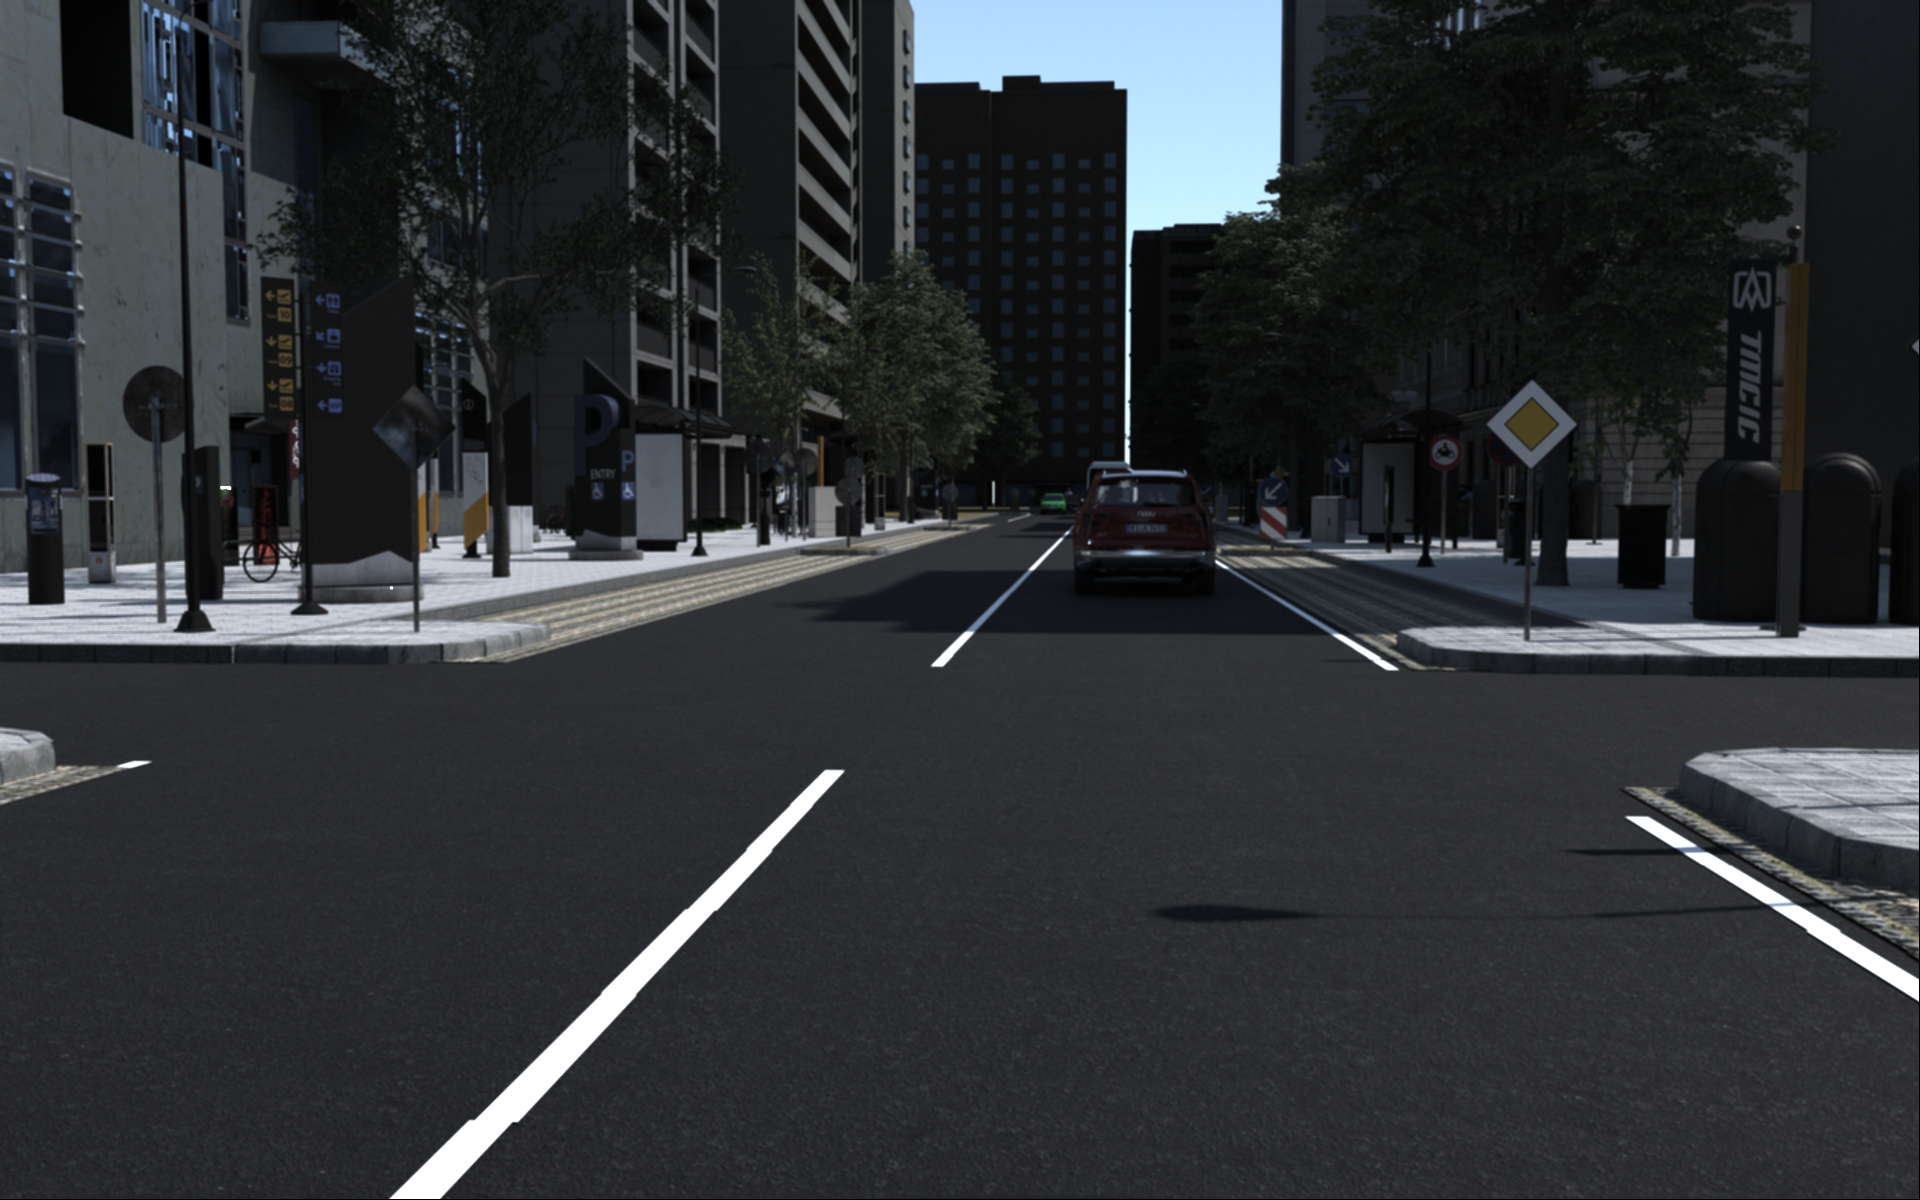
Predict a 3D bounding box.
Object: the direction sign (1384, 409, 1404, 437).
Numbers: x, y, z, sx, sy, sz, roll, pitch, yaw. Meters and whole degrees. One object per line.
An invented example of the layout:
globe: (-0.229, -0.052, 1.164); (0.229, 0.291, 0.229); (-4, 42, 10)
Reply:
direction sign: (11.664, -3.342, 46.637); (0.876, 3.537, 0.379); (-3, 5, -40)

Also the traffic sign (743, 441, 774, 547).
traffic sign: (-4.887, -2.558, 41.925); (0.768, 2.556, 0.104); (1, 4, 14)

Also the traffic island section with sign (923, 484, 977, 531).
traffic island section with sign: (-0.356, -3.638, 68.103); (1.989, 1.847, 2.006); (0, 4, 5)

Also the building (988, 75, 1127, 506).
building: (10.868, -32.938, 188.643); (14.200, 45.320, 14.600); (0, 4, 5)

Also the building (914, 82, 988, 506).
building: (-3.353, -32.963, 189.063); (14.200, 45.320, 14.600); (0, 4, 5)

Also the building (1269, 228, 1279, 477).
building: (39.455, -25.344, 186.083); (14.107, 30.474, 14.160); (0, 4, 5)

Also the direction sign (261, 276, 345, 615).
direction sign: (-6.958, -1.616, 18.419); (0.379, 3.537, 0.876); (3, 5, 43)

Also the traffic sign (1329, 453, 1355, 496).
traffic sign: (11.884, -3.292, 53.925); (0.768, 2.556, 0.104); (1, 4, 13)

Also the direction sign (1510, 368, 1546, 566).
direction sign: (10.175, -2.392, 31.100); (0.876, 3.537, 0.379); (-2, 4, -31)

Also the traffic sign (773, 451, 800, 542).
traffic sign: (-4.667, -2.774, 46.538); (0.795, 2.450, 0.064); (1, 4, 13)

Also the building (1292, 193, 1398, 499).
building: (37.108, -16.384, 112.924); (27.650, 21.520, 28.899); (0, 4, 5)

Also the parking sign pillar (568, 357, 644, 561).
parking sign pillar: (-6.916, -2.767, 33.719); (1.447, 3.967, 1.447); (3, 4, 36)

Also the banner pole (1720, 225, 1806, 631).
banner pole: (7.547, -1.604, 16.237); (0.863, 3.779, 0.401); (0, 4, -5)

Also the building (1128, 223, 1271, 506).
building: (25.446, -25.452, 187.838); (14.107, 30.474, 14.160); (0, 4, 5)

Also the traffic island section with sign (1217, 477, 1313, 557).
traffic island section with sign: (7.113, -1.940, 40.348); (1.989, 1.847, 2.006); (0, 4, 5)

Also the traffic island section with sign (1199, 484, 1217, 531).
traffic island section with sign: (9.364, -3.583, 67.210); (1.989, 1.847, 2.006); (0, 4, 5)

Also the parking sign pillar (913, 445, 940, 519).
parking sign pillar: (-1.770, -6.165, 89.272); (1.447, 3.967, 1.447); (1, 4, 23)

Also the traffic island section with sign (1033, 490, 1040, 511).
traffic island section with sign: (6.055, -8.318, 144.626); (1.989, 1.847, 2.006); (0, 4, 5)

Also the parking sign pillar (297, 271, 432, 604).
parking sign pillar: (-7.225, -1.977, 20.789); (1.447, 3.967, 1.447); (-3, 5, -39)

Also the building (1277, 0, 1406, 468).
building: (36.707, -36.616, 140.668); (21.231, 58.520, 28.212); (0, 4, 5)

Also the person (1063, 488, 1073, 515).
person: (7.306, -6.639, 116.921); (0.709, 1.838, 0.599); (1, 4, 9)

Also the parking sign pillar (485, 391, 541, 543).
parking sign pillar: (-11.869, -3.511, 45.878); (1.447, 3.967, 1.447); (1, 4, 10)

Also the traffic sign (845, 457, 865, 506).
traffic sign: (-3.610, -3.590, 58.806); (0.768, 2.556, 0.104); (0, 4, 7)

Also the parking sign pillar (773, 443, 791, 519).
parking sign pillar: (-9.327, -6.131, 88.709); (1.447, 3.967, 1.447); (0, 4, -5)

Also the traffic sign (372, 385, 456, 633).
traffic sign: (-5.034, -0.756, 15.997); (0.795, 2.450, 0.064); (0, 4, 5)

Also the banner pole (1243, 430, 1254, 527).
banner pole: (11.286, -4.725, 67.274); (0.401, 3.779, 0.863); (0, 4, -4)

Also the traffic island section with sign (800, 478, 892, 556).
traffic island section with sign: (-2.642, -1.975, 40.925); (1.989, 1.847, 2.006); (0, 4, 5)

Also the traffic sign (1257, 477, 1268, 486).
traffic sign: (15.504, -5.464, 89.444); (0.768, 2.556, 0.104); (0, 4, 7)

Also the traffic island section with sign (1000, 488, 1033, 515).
traffic island section with sign: (3.769, -6.655, 117.440); (1.989, 1.847, 2.006); (0, 4, 5)

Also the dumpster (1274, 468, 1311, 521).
dumpster: (12.564, -3.898, 66.230); (1.502, 2.255, 1.985); (0, 4, 5)

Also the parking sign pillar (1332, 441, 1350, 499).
parking sign pillar: (19.209, -6.047, 87.333); (1.447, 3.967, 1.447); (2, 4, 34)

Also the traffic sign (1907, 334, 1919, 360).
traffic sign: (4.306, -0.217, 7.184); (0.795, 2.450, 0.064); (0, 4, 5)

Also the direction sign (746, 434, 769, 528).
direction sign: (-7.836, -4.526, 65.999); (0.876, 3.537, 0.379); (3, 5, 40)

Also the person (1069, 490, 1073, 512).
person: (8.533, -7.749, 135.720); (0.750, 1.759, 0.617); (-2, 4, -30)

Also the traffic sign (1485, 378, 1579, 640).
traffic sign: (4.973, -0.703, 15.141); (0.795, 2.450, 0.064); (0, 4, 5)

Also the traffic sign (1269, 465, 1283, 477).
traffic sign: (12.554, -4.095, 68.138); (0.795, 2.450, 0.064); (0, 4, 7)

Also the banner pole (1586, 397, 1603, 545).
banner pole: (16.134, -3.289, 43.798); (0.401, 3.779, 0.863); (0, 4, 8)

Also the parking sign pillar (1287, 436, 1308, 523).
parking sign pillar: (14.887, -5.346, 75.871); (1.447, 3.967, 1.447); (0, 4, -3)

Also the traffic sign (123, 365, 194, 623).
traffic sign: (-7.950, -1.044, 17.174); (0.768, 2.556, 0.104); (1, 4, 9)

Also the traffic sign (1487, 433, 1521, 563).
traffic sign: (10.163, -1.963, 32.195); (0.768, 2.556, 0.104); (0, 4, 8)

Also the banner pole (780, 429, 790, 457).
banner pole: (-6.744, -4.673, 66.422); (0.401, 3.779, 0.863); (-3, 4, -36)

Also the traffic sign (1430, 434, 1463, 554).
traffic sign: (10.302, -2.249, 36.884); (0.768, 2.556, 0.104); (0, 4, 5)

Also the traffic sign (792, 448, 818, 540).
traffic sign: (-4.301, -2.918, 47.814); (0.768, 2.556, 0.104); (1, 4, 10)
